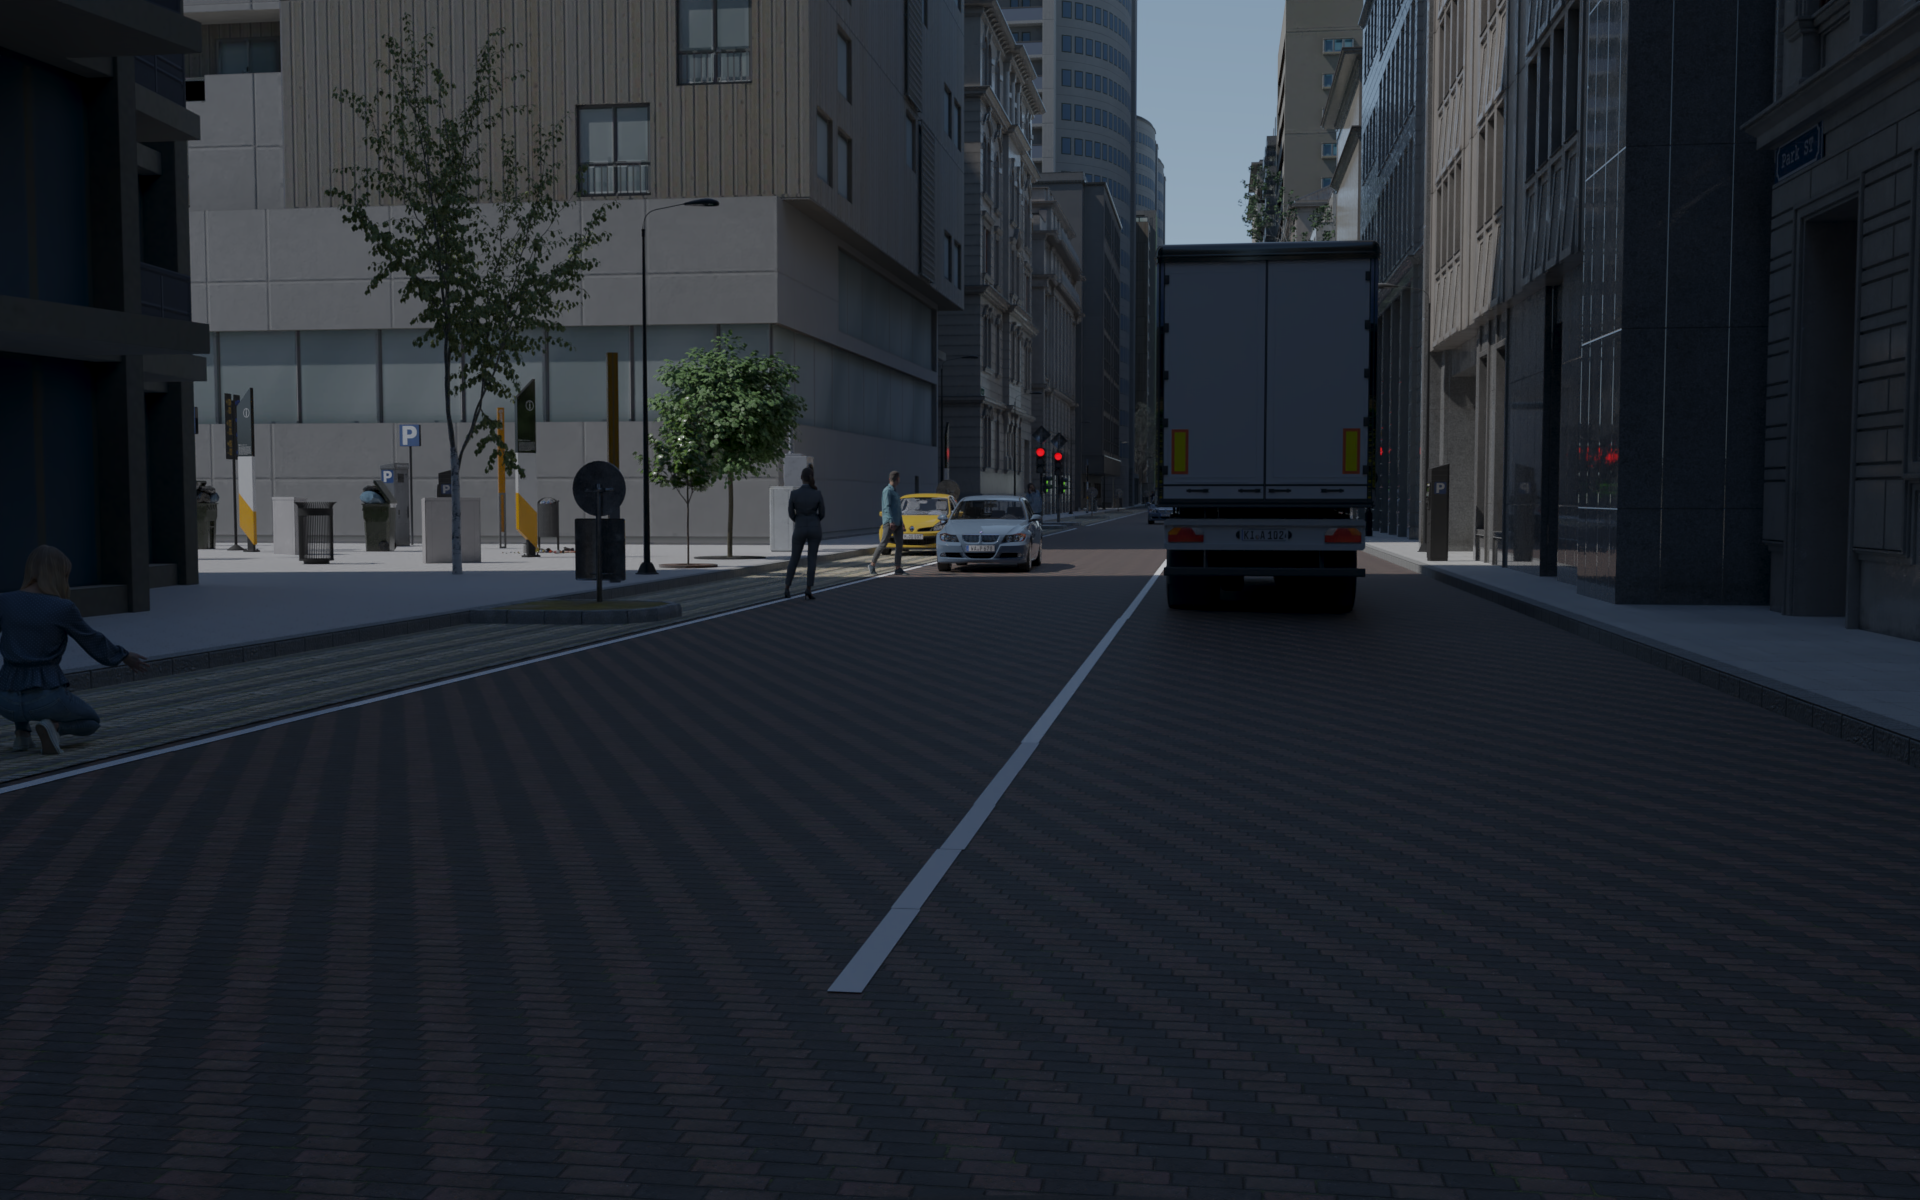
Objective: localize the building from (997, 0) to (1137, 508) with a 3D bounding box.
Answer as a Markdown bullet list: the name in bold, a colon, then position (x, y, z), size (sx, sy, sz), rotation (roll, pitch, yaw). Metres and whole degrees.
- **building**: position (5.872, -38.273, 167.762), size (21.231, 58.520, 28.212), rotation (1, 4, 8)

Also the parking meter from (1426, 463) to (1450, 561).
- **parking meter**: position (9.117, -1.674, 33.084), size (0.399, 1.863, 0.255), rotation (0, 4, 0)

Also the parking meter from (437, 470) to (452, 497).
- **parking meter**: position (-11.989, -2.122, 40.409), size (0.399, 1.863, 0.255), rotation (-1, 4, -14)

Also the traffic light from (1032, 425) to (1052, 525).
- **traffic light**: position (3.332, -5.008, 70.804), size (0.839, 4.253, 0.868), rotation (1, 4, 8)

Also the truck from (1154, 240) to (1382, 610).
- **truck**: position (4.275, -2.198, 24.850), size (2.839, 4.237, 11.283), rotation (1, 4, 9)

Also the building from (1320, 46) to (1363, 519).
- **building**: position (32.675, -15.194, 81.712), size (30.059, 22.955, 16.112), rotation (1, 4, 8)

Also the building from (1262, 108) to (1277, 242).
- **building**: position (47.880, -36.063, 209.232), size (23.786, 49.044, 30.456), rotation (1, 4, 8)

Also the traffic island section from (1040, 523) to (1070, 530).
- **traffic island section**: position (3.294, -2.976, 70.945), size (2.009, 0.180, 2.903), rotation (1, 4, 8)

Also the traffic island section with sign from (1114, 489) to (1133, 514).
- **traffic island section with sign**: position (11.725, -7.281, 127.673), size (1.989, 1.847, 2.006), rotation (1, 4, 8)

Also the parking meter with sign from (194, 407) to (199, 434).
- **parking meter with sign**: position (-15.733, -2.302, 33.895), size (0.543, 3.016, 1.738), rotation (1, 4, 19)

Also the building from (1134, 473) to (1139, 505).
- **building**: position (11.649, -47.321, 211.950), size (20.563, 71.187, 20.611), rotation (1, 4, 8)

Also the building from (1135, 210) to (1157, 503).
- **building**: position (20.310, -34.249, 243.572), size (14.154, 41.232, 14.086), rotation (1, 4, 8)

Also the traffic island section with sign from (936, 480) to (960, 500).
- **traffic island section with sign**: position (-0.332, -2.317, 46.512), size (1.989, 1.847, 2.006), rotation (1, 4, 8)

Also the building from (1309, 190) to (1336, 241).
- **building**: position (27.794, -16.054, 117.240), size (10.420, 20.320, 16.860), rotation (1, 4, 8)

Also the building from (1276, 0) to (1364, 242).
- **building**: position (40.760, -32.950, 162.436), size (21.300, 48.544, 21.600), rotation (1, 4, 8)

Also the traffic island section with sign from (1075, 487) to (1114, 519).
- **traffic island section with sign**: position (7.753, -5.650, 101.011), size (1.989, 1.847, 2.006), rotation (1, 4, 8)

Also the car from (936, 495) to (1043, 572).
- **car**: position (0.625, -1.317, 33.530), size (2.014, 1.417, 4.499), rotation (0, 4, 7)

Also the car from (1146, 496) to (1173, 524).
- **car**: position (10.005, -4.385, 83.701), size (2.014, 1.417, 4.499), rotation (1, 4, 8)

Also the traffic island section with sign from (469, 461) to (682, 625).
- **traffic island section with sign**: position (-4.293, -0.686, 19.848), size (1.989, 1.847, 2.006), rotation (1, 4, 8)

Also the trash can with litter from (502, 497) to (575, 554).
- **trash can with litter**: position (-8.666, -1.620, 37.550), size (2.233, 1.210, 1.678), rotation (1, 4, 23)

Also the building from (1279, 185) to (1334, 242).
- **building**: position (31.897, -20.838, 137.969), size (12.463, 27.353, 25.104), rotation (1, 4, 8)

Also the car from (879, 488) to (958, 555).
- **car**: position (-0.838, -1.917, 41.573), size (2.015, 1.641, 3.980), rotation (0, 4, 8)

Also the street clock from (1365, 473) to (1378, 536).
- **street clock**: position (12.390, -2.930, 52.483), size (0.471, 2.002, 0.358), rotation (-1, 4, -16)

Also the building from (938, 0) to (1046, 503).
- **building**: position (-3.496, -18.553, 90.723), size (14.401, 28.519, 23.554), rotation (1, 4, 8)

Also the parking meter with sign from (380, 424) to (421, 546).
- **parking meter with sign**: position (-13.944, -2.837, 42.646), size (0.543, 3.016, 1.738), rotation (1, 4, 12)

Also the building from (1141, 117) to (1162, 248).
- **building**: position (19.090, -44.215, 264.912), size (21.231, 58.520, 28.212), rotation (1, 4, 8)

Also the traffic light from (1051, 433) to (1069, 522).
- **traffic light**: position (4.504, -5.491, 78.703), size (0.839, 4.253, 0.868), rotation (1, 4, 8)

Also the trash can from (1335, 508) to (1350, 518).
- **trash can**: position (14.577, -3.327, 66.043), size (0.748, 1.137, 0.748), rotation (0, 3, 0)

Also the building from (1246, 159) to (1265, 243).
- **building**: position (58.583, -41.305, 264.574), size (28.713, 52.752, 27.495), rotation (1, 4, 8)

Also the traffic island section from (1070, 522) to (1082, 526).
- **traffic island section**: position (4.466, -3.460, 78.844), size (2.009, 0.180, 2.903), rotation (1, 4, 8)

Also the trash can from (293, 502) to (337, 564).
- **trash can**: position (-11.820, -1.231, 31.783), size (0.748, 1.137, 0.748), rotation (0, 3, 0)

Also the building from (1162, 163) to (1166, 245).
- **building**: position (23.613, -45.915, 292.710), size (21.231, 58.520, 28.212), rotation (1, 4, 8)

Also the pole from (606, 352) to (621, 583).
- **pole**: position (-5.013, -1.908, 25.047), size (0.158, 3.312, 0.155), rotation (0, 3, 0)

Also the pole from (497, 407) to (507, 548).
- **pole**: position (-10.824, -2.878, 40.898), size (0.158, 3.312, 0.155), rotation (0, 3, 0)

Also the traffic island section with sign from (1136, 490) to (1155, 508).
- **traffic island section with sign**: position (19.102, -10.331, 177.536), size (1.989, 1.847, 2.006), rotation (1, 4, 8)
